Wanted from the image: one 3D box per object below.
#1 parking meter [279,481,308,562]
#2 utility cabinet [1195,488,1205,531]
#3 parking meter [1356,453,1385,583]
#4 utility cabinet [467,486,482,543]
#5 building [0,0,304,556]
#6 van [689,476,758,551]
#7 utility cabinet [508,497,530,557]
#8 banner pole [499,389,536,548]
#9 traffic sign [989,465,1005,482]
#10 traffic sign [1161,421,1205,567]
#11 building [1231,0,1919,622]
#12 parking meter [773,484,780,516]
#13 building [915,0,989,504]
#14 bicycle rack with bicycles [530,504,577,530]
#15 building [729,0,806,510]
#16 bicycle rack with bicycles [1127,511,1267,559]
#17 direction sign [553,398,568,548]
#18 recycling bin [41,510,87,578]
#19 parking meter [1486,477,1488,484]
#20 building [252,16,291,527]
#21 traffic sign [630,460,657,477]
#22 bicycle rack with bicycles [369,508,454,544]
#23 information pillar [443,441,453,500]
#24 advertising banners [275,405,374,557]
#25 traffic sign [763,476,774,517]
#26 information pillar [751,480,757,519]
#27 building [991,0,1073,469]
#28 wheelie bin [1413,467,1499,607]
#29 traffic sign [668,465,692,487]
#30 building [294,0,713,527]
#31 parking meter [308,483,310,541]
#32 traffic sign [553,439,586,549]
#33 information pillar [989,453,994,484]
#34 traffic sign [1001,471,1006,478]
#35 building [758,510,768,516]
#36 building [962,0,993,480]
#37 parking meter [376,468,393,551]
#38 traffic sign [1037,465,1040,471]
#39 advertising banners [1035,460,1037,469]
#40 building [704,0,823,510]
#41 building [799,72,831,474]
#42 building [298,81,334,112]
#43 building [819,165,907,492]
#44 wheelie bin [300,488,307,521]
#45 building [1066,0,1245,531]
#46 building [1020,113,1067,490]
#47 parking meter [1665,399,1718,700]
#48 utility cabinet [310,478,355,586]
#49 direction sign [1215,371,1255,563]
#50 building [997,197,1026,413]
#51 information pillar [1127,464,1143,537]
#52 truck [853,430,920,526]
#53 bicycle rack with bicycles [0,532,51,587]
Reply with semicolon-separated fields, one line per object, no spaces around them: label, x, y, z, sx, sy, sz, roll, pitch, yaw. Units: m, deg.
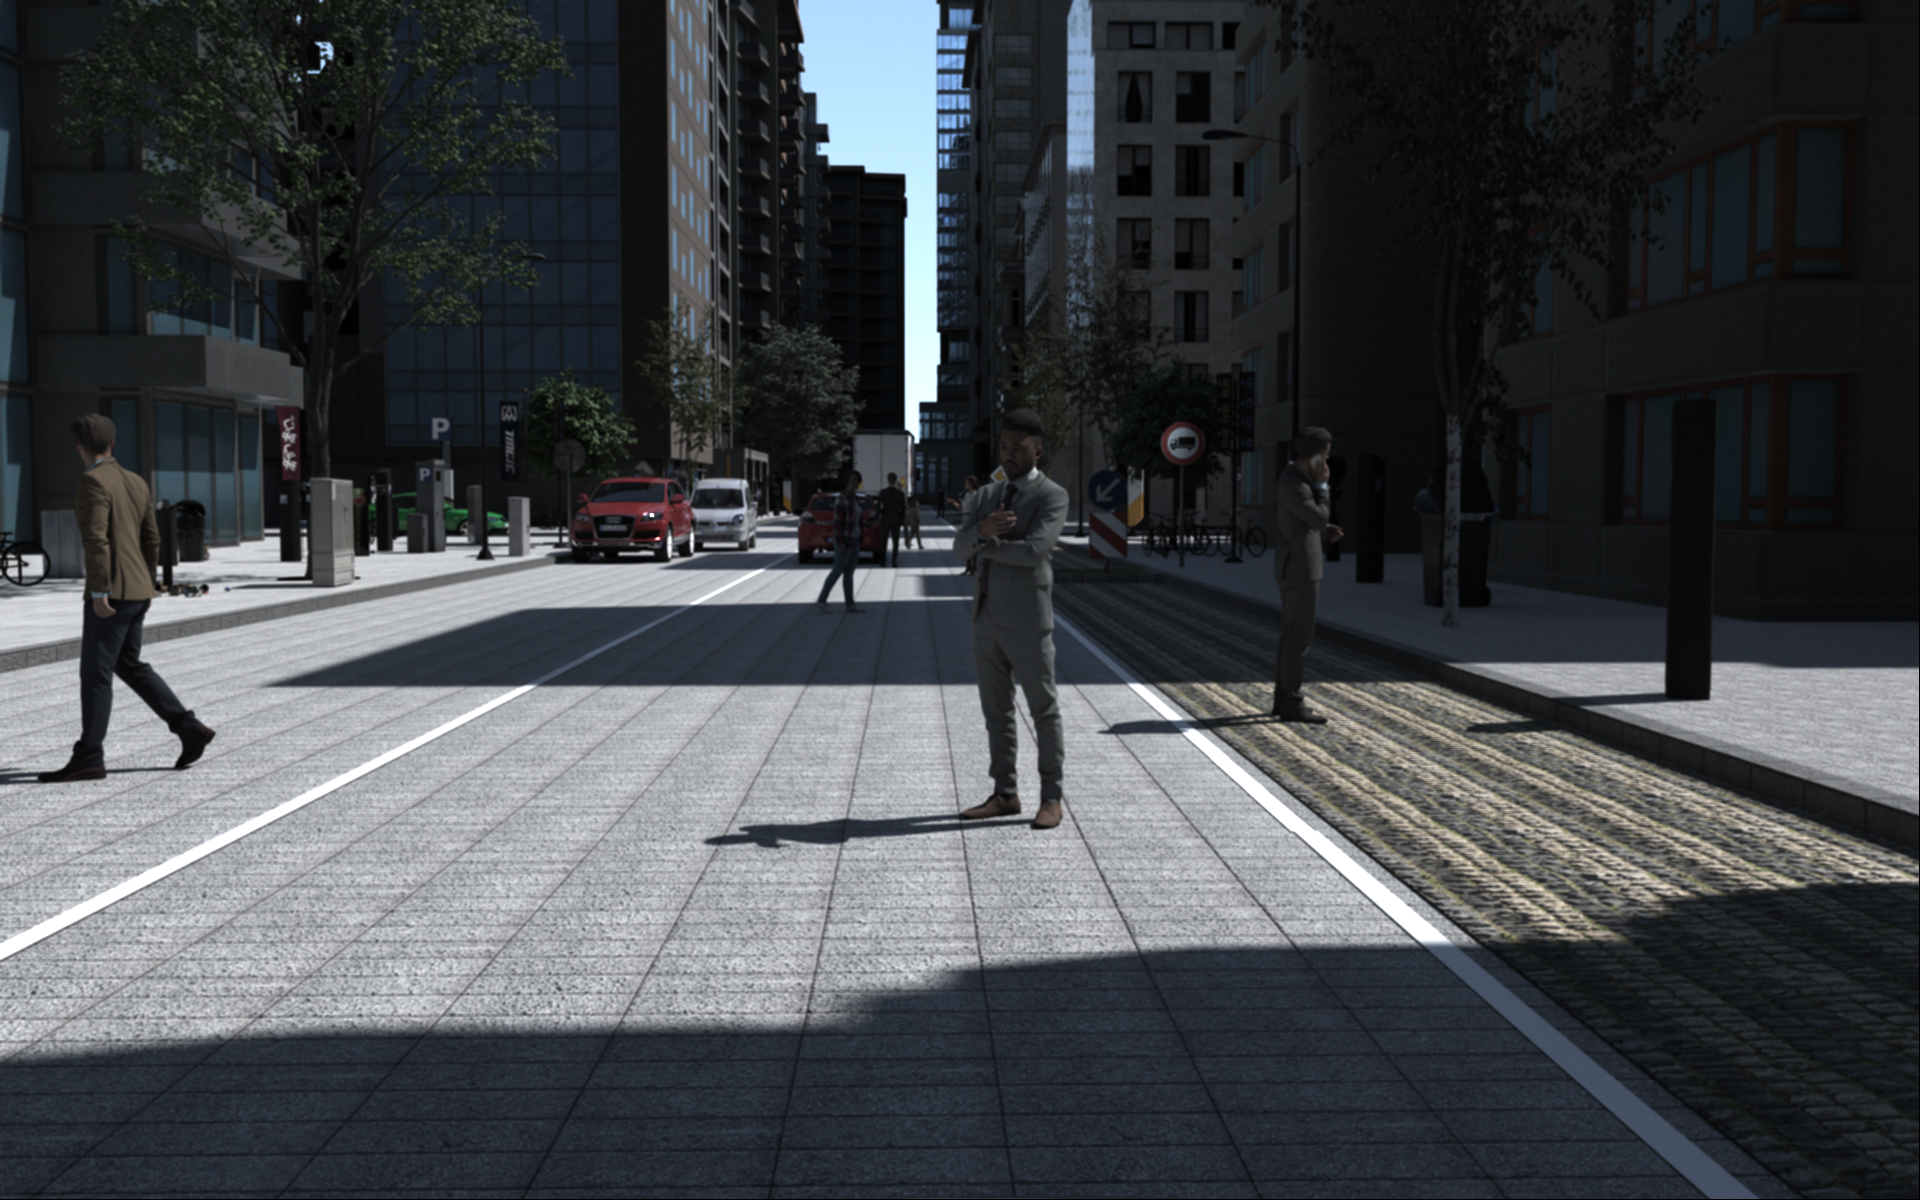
parking meter;-12.727;-1.498;32.909;0.372;1.533;0.369;0;3;0
utility cabinet;8.194;-3.085;59.126;0.318;1.500;1.173;0;4;6
parking meter;5.944;-1.183;25.057;0.399;1.863;0.255;-3;5;-43
utility cabinet;-12.577;-2.223;45.019;0.318;1.500;1.173;-2;4;-24
building;-31.489;-25.467;35.993;30.456;49.044;23.786;0;4;-2
van;-6.184;-2.300;44.620;2.013;2.044;4.112;0;4;-3
utility cabinet;-9.147;-1.518;35.984;0.306;1.237;1.020;0;4;-5
banner pole;-10.531;-3.126;41.131;0.863;3.779;0.401;-2;4;-35
traffic sign;1.389;-3.390;59.066;0.795;2.450;0.064;0;4;-2
traffic sign;3.885;-1.845;30.265;0.768;2.556;0.104;0;4;3
building;21.428;-11.404;31.491;27.650;21.520;28.899;0;4;-2
parking meter;-10.778;-5.873;101.734;0.255;1.863;0.399;-3;4;-38
building;8.542;-56.011;228.457;31.000;86.520;22.319;0;4;-2
bicycle rack with bicycles;-14.968;-3.022;62.797;2.925;0.926;2.852;2;4;30
building;-24.616;-30.137;147.366;22.147;44.769;28.867;0;4;-2
bicycle rack with bicycles;4.601;-1.373;35.830;2.852;0.926;2.925;-1;4;-23
direction sign;-9.497;-3.003;41.093;0.379;3.537;0.876;-2;4;-27
recycling bin;-13.628;-0.868;26.753;0.722;1.027;0.722;1;4;15
parking meter;6.757;-0.883;22.855;0.372;1.533;0.369;0;3;0
building;-33.549;-25.371;64.932;14.200;45.320;14.600;0;4;-2
traffic sign;-9.284;-2.885;50.808;0.795;2.450;0.064;0;4;-2
bicycle rack with bicycles;-14.416;-1.924;44.841;2.852;0.926;2.925;-1;4;-15
information pillar;-17.389;-4.124;58.782;0.504;3.616;0.183;2;4;33
advertising banners;-12.832;-2.374;35.004;0.090;3.025;2.074;3;5;40
traffic sign;-10.648;-5.758;96.275;0.606;2.300;0.079;0;4;7
information pillar;-10.775;-5.237;90.117;0.304;2.012;0.304;2;4;32
building;9.521;-28.250;145.486;14.154;41.232;14.086;0;4;-2
wheelie bin;5.652;-0.732;19.878;0.980;1.594;0.693;-1;4;-9
traffic sign;-9.502;-3.373;58.790;0.795;2.450;0.064;0;4;-2
building;-18.407;-25.895;73.491;14.600;45.320;14.200;0;4;-2
parking meter;-14.722;-1.904;39.546;0.372;1.533;0.369;0;3;0
traffic sign;-9.114;-2.465;40.403;0.768;2.556;0.104;0;4;3
information pillar;1.798;-6.596;99.202;0.183;3.616;0.504;2;4;24
traffic sign;1.607;-2.902;51.084;0.795;2.450;0.064;0;4;-2
building;-21.883;-40.463;99.824;20.563;71.187;20.611;0;4;-2
building;14.906;-37.050;195.011;28.713;52.752;27.495;0;4;-2
parking meter;-12.945;-2.032;38.941;0.255;1.863;0.399;0;3;0
traffic sign;2.815;-4.237;69.381;0.768;2.556;0.104;0;3;0
advertising banners;2.855;-3.997;61.544;0.090;3.025;2.074;-1;4;-12
building;-24.232;-44.857;171.660;20.563;71.187;20.611;0;4;-2
building;-30.134;-35.263;196.152;30.456;49.044;23.786;0;4;-2
building;-74.231;-39.201;230.168;27.495;52.752;28.713;0;4;-2
building;-21.365;-35.092;228.376;28.867;44.769;22.147;0;4;-2
wheelie bin;-31.627;-4.610;83.286;0.693;1.594;0.980;-1;4;-18
building;12.853;-12.850;64.848;16.860;20.320;10.420;0;4;-2
building;8.543;-14.716;89.754;9.793;20.994;18.267;0;4;-2
parking meter;4.612;-0.319;10.928;0.255;1.863;0.399;1;4;20
utility cabinet;-8.780;-0.955;24.285;0.318;1.500;1.173;0;4;-6
direction sign;5.126;-2.467;32.333;0.379;3.537;0.876;-3;5;-44
building;9.810;-18.222;117.006;14.460;24.649;34.723;0;4;-2
information pillar;5.231;-3.690;51.690;0.504;3.616;0.183;2;4;32
truck;-3.408;-5.638;81.094;2.839;4.237;11.283;0;4;0
bicycle rack with bicycles;-14.122;-0.645;23.931;2.925;0.926;2.852;-1;4;-10
